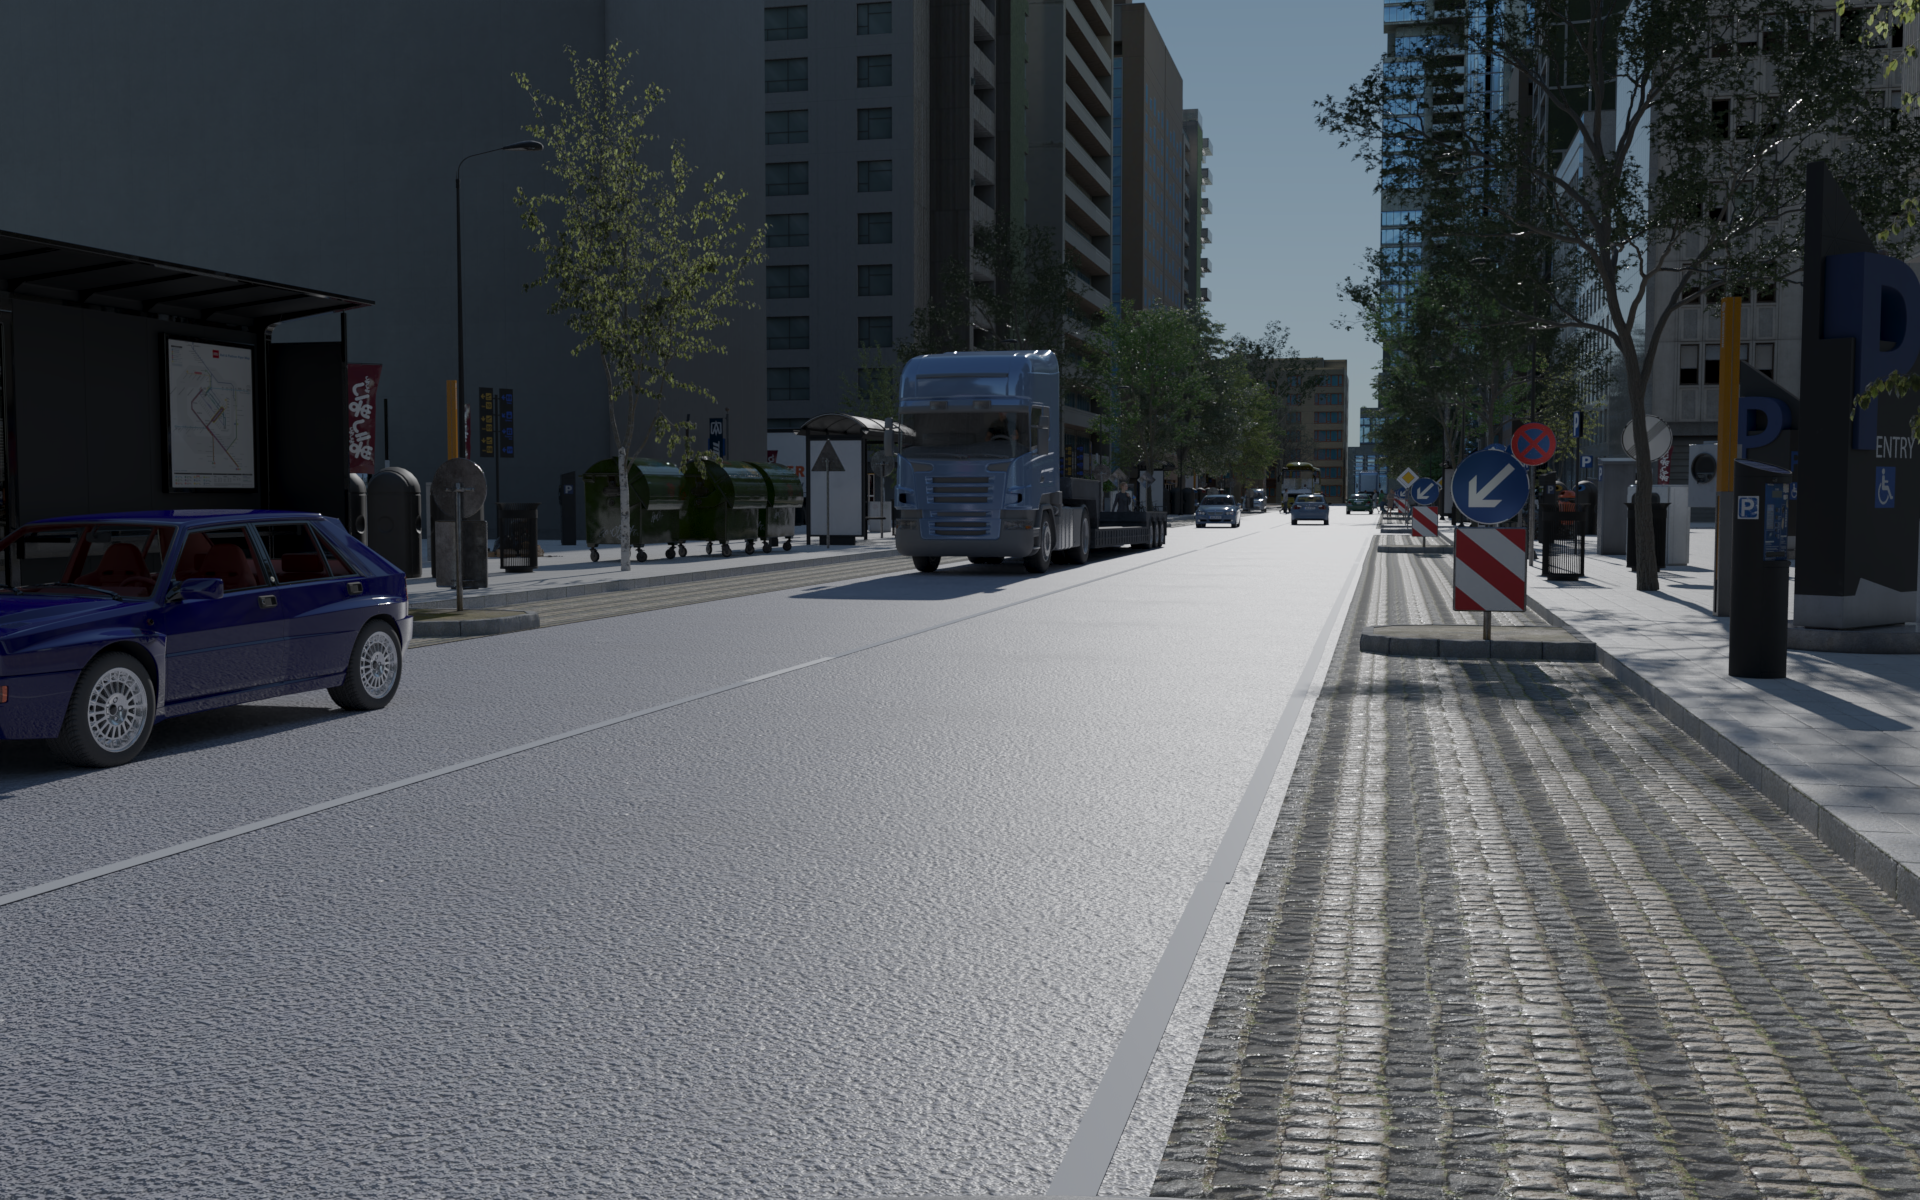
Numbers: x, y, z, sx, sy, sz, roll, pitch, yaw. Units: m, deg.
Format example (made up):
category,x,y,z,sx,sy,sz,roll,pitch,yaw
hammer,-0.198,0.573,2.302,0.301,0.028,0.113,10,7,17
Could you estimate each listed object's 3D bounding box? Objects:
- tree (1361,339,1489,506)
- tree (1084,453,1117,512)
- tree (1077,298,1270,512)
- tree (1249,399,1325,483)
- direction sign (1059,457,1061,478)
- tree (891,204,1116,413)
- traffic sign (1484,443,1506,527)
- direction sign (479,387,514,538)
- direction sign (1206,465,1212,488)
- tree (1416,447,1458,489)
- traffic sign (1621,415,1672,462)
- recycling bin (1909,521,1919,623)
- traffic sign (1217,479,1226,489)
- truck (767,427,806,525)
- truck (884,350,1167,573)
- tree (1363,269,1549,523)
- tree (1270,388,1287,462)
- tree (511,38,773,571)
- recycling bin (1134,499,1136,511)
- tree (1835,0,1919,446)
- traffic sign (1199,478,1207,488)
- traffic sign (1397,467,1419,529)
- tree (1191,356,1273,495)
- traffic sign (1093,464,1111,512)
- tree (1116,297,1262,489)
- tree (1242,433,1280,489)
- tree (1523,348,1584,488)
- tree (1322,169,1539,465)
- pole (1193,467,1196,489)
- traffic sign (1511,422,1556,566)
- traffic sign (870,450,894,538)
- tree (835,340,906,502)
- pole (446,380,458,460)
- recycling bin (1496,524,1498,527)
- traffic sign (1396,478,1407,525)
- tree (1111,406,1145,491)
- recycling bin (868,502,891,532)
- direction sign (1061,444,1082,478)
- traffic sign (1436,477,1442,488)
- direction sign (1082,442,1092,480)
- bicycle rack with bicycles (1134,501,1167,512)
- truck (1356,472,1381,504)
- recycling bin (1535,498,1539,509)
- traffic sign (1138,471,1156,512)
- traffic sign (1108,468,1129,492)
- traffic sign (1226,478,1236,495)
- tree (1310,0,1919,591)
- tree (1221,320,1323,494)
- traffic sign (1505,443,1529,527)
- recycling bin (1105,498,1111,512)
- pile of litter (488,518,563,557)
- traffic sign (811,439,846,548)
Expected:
category,x,y,z,sx,sy,sz,roll,pitch,yaw
tree,35.828,-13.865,133.344,9.857,13.997,8.962,0,3,0
tree,6.911,-5.376,82.497,1.663,3.219,1.824,0,3,0
tree,10.004,-10.135,91.469,9.928,11.665,9.643,0,3,0
tree,40.203,-18.706,216.205,12.009,13.543,11.850,0,3,0
direction sign,5.942,-6.938,105.427,0.876,3.537,0.379,-2,4,-32
tree,1.329,-7.488,56.836,8.767,10.594,7.601,2,4,27
traffic sign,13.463,-2.659,43.587,0.768,2.556,0.104,1,4,19
direction sign,-9.903,-2.757,37.067,0.379,3.537,0.876,3,4,36
direction sign,17.902,-8.112,124.634,0.379,3.537,0.876,-1,4,-19
tree,33.620,-8.416,121.311,4.285,4.588,4.351,0,3,0
traffic sign,11.019,-1.697,27.857,0.768,2.556,0.104,1,4,16
recycling bin,9.302,-0.255,16.725,0.722,1.027,0.722,-1,4,-18
traffic sign,22.412,-9.067,148.352,0.768,2.556,0.104,1,4,22
truck,-9.937,-5.264,74.972,11.283,4.237,2.839,1,4,16
truck,2.148,-2.969,38.310,2.967,4.110,18.799,1,4,14
tree,22.231,-9.282,77.510,9.928,11.665,9.643,0,3,0
tree,25.448,-14.068,155.774,9.928,11.665,9.643,0,3,0
tree,-5.459,-4.779,28.499,4.360,8.622,3.978,0,3,0
recycling bin,10.289,-5.713,105.964,0.722,1.027,0.722,-3,4,-36
tree,6.393,-3.598,9.194,4.360,8.622,3.978,0,3,0
traffic sign,18.972,-8.286,135.577,0.768,2.556,0.104,1,4,14
traffic sign,16.570,-3.695,64.057,0.795,2.450,0.064,1,4,14
tree,22.036,-13.760,143.103,7.486,12.596,7.792,0,3,0
traffic sign,6.072,-4.532,74.207,0.768,2.556,0.104,1,4,19
tree,14.515,-12.558,111.985,9.857,13.997,8.962,0,3,0
tree,28.551,-13.170,165.690,4.360,8.622,3.978,0,3,0
tree,29.231,-8.194,84.330,4.360,8.622,3.978,0,3,0
tree,28.524,-15.143,103.479,12.611,20.169,13.585,0,3,0
pole,16.354,-7.761,120.735,0.158,3.312,0.155,0,3,0
traffic sign,10.192,-1.879,30.829,0.768,2.556,0.104,1,4,18
traffic sign,-2.264,-3.060,50.139,0.768,2.556,0.104,1,4,23
tree,-3.777,-8.049,81.963,4.737,8.622,4.395,0,3,0
pole,-9.101,-2.279,31.103,0.158,3.312,0.155,0,3,0
recycling bin,15.925,-2.377,51.416,0.722,1.027,0.722,2,4,35
traffic sign,18.483,-4.169,71.810,0.795,2.450,0.064,1,4,14
tree,13.493,-11.729,142.126,4.737,8.622,4.395,0,3,0
recycling bin,-2.706,-2.798,58.308,0.722,1.027,0.722,0,4,-8
direction sign,5.203,-5.322,79.008,0.876,3.537,0.379,1,4,17
traffic sign,31.974,-6.957,114.937,0.795,2.450,0.064,1,4,18
direction sign,5.663,-5.092,75.256,0.379,3.537,0.876,1,4,10
bicycle rack with bicycles,10.086,-4.991,94.980,2.852,0.926,2.925,-1,4,-21
truck,48.482,-13.204,205.636,2.967,4.110,18.799,1,4,13
recycling bin,25.950,-3.997,77.900,0.722,1.027,0.722,0,4,3
traffic sign,8.007,-4.328,74.407,0.795,2.450,0.064,1,4,14
traffic sign,6.093,-3.854,66.653,0.795,2.450,0.064,1,4,14
traffic sign,21.625,-8.450,138.267,0.768,2.556,0.104,1,4,15
tree,9.184,-5.423,23.073,8.767,10.594,7.601,0,4,1
tree,34.067,-20.221,186.507,12.611,20.169,13.585,0,3,0
traffic sign,13.066,-2.463,40.381,0.768,2.556,0.104,2,4,23
recycling bin,10.338,-6.454,118.074,0.722,1.027,0.722,3,5,44
pile of litter,-9.016,-1.308,35.350,1.719,0.858,1.176,1,4,17
traffic sign,-3.108,-2.493,40.761,0.884,2.594,0.081,1,4,21
